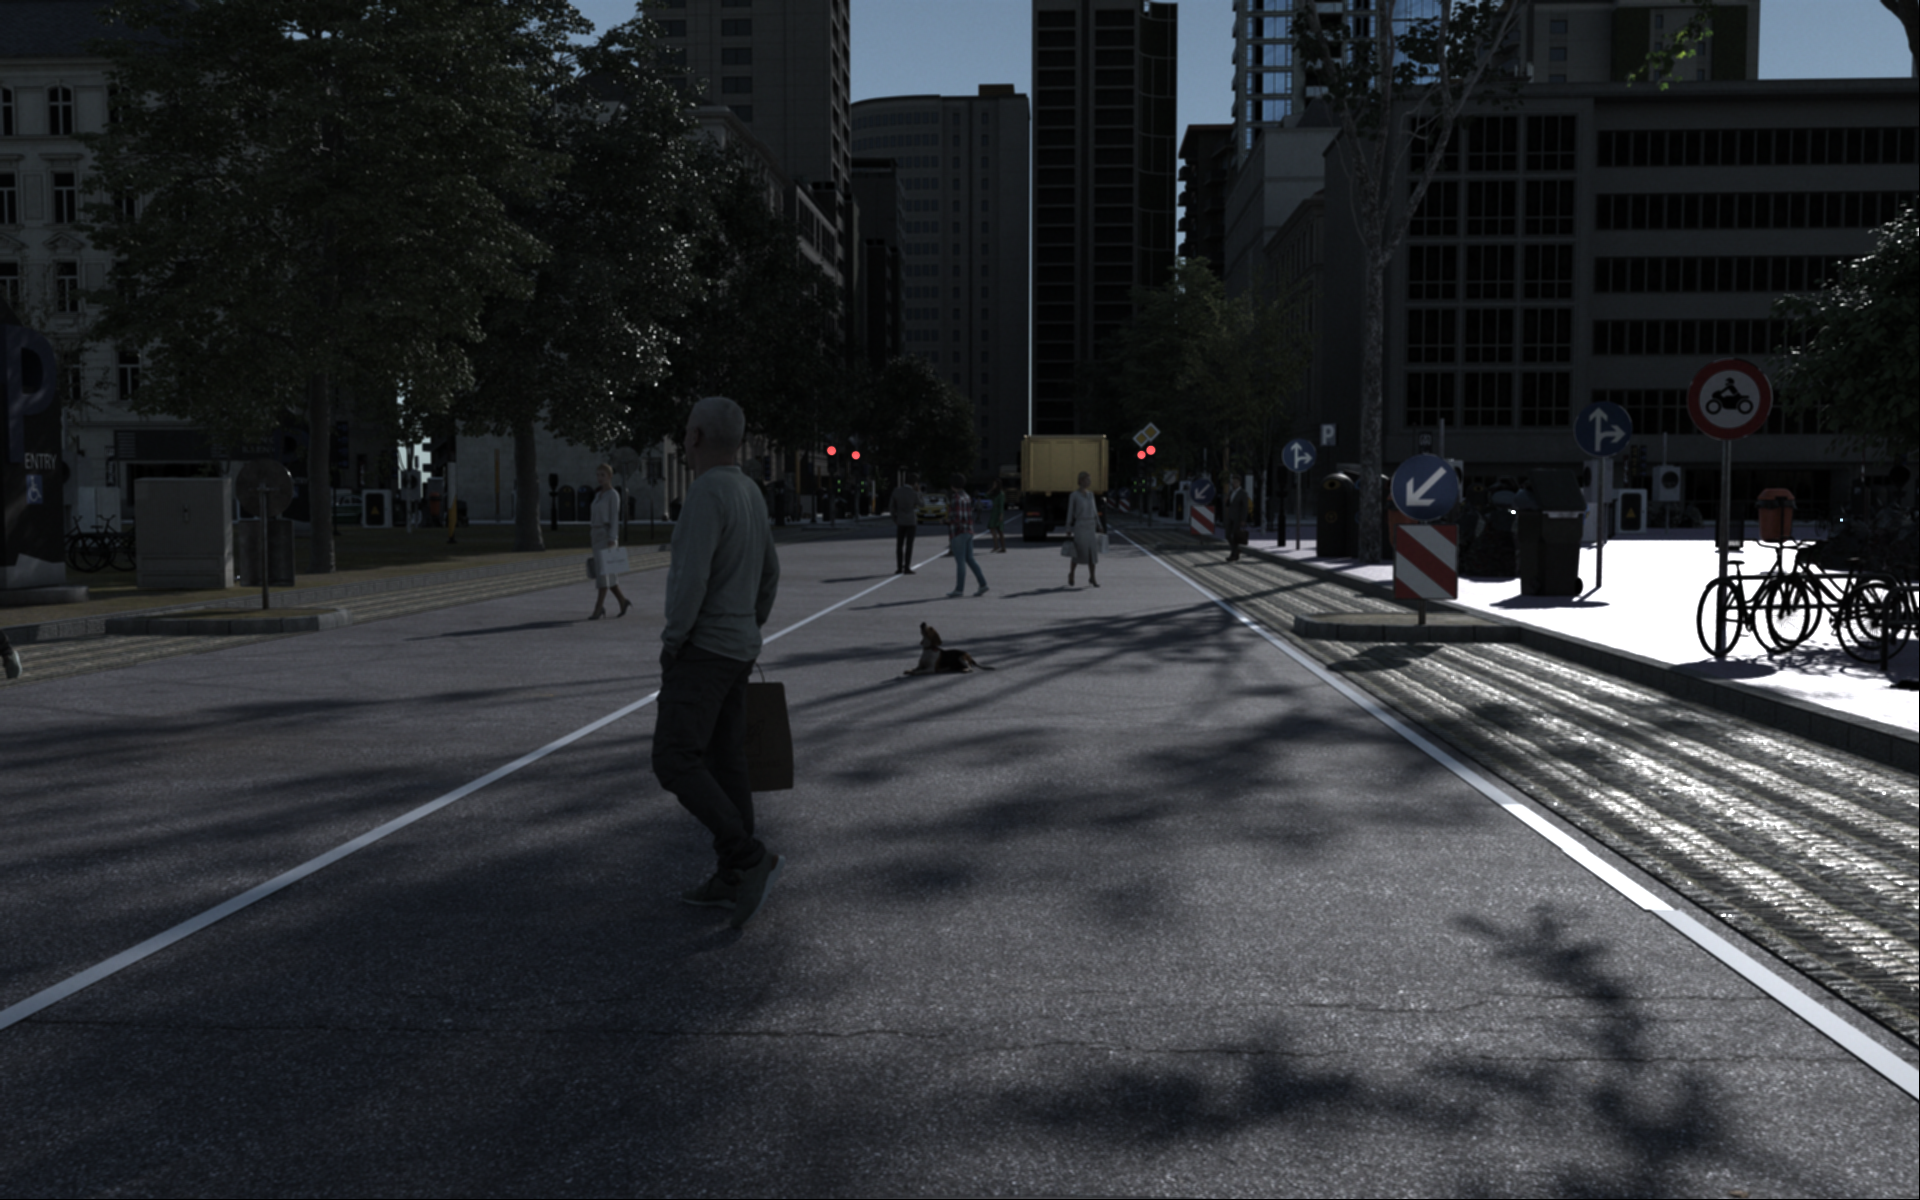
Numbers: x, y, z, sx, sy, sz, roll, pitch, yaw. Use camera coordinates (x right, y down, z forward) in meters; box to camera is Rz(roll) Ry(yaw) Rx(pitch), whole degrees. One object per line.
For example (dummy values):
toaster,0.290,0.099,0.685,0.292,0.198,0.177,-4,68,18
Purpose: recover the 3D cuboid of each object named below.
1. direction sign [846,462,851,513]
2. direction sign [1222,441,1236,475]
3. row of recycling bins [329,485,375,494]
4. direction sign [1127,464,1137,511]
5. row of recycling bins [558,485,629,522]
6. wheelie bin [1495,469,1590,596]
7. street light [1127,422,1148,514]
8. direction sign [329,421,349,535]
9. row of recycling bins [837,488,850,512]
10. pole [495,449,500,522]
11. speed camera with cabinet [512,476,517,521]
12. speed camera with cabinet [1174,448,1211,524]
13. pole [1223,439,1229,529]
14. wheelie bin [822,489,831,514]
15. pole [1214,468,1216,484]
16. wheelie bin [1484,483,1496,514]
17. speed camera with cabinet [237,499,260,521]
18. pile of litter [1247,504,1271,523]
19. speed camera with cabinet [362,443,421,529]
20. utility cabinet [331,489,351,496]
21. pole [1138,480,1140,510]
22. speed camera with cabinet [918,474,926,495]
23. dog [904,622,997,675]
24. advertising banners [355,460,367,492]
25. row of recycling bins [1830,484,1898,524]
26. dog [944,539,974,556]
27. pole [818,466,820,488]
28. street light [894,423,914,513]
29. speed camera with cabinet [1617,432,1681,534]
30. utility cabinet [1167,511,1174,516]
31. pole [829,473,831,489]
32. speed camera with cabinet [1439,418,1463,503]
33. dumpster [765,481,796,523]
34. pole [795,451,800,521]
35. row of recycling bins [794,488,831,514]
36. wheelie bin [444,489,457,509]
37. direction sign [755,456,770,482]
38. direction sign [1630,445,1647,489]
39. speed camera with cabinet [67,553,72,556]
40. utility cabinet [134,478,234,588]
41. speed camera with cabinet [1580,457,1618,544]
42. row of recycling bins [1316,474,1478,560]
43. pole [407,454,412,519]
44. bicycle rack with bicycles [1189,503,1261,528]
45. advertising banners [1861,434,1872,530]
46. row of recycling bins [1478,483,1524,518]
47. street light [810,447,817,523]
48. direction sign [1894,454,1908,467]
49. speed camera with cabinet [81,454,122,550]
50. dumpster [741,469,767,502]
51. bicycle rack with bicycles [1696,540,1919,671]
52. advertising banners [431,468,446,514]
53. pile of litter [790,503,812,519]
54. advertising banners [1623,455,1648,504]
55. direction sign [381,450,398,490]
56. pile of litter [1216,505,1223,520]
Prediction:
direction sign,-7.602,-7.712,118.095,0.379,3.537,0.876,1,4,10
direction sign,11.575,-5.049,74.547,0.379,3.537,0.876,-2,4,-30
row of recycling bins,-28.850,-4.470,80.201,3.534,1.692,1.069,-3,5,-40
direction sign,13.101,-8.551,131.813,0.876,3.537,0.379,-1,4,-19
row of recycling bins,-17.219,-4.542,81.376,3.534,1.692,1.069,1,4,13
wheelie bin,7.458,-0.862,21.997,0.980,1.594,0.693,-1,4,-11
street light,11.493,-8.538,112.144,1.470,5.913,1.316,0,4,3
direction sign,-19.401,-3.774,53.704,0.876,3.537,0.379,-1,4,-12
row of recycling bins,-9.481,-7.106,123.301,3.534,1.692,1.069,1,4,12
pole,-21.030,-5.194,78.757,0.158,3.312,0.155,0,3,0
speed camera with cabinet,-21.126,-5.430,83.111,0.660,3.252,2.038,-1,4,-19
speed camera with cabinet,10.094,-4.950,75.267,0.660,3.252,2.038,-2,4,-26
pole,9.844,-4.296,64.088,0.158,3.312,0.155,0,3,0
wheelie bin,-8.281,-6.216,109.539,0.693,1.594,0.980,2,4,28
pole,19.810,-8.610,134.623,0.158,3.312,0.155,0,3,0
wheelie bin,9.737,-1.404,30.868,0.693,1.594,0.980,0,4,-1
speed camera with cabinet,-33.135,-5.362,81.997,2.038,3.252,0.660,-1,4,-14
pile of litter,13.133,-3.891,77.578,1.719,0.858,1.176,1,4,13
speed camera with cabinet,-21.009,-4.261,64.006,2.038,3.252,0.660,-1,4,-10
utility cabinet,-27.871,-4.216,77.603,1.173,1.500,0.318,0,4,8
pole,14.126,-8.700,136.084,0.158,3.312,0.155,0,3,0
speed camera with cabinet,-3.931,-9.593,151.177,2.038,3.252,0.660,-3,4,-36
dog,-0.071,0.384,13.921,0.748,0.427,0.550,0,4,2
advertising banners,-31.366,-5.698,89.344,0.090,3.025,2.074,2,4,27
row of recycling bins,38.877,-4.107,74.262,3.534,1.692,1.069,-1,4,-21
dog,-0.011,-1.231,40.325,0.748,0.427,0.550,0,4,0
pole,-10.349,-8.158,127.231,0.158,3.312,0.155,0,3,0
street light,-3.714,-8.618,113.449,1.470,5.913,1.316,0,4,3
speed camera with cabinet,21.852,-3.724,55.229,2.038,3.252,0.660,0,4,-3
utility cabinet,12.550,-5.538,101.716,0.306,1.237,1.020,2,4,35
pole,-9.273,-7.971,124.164,0.158,3.312,0.155,0,3,0
speed camera with cabinet,12.200,-3.085,44.778,2.038,3.252,0.660,-3,5,-41
dumpster,-8.195,-4.460,78.682,1.264,1.857,1.865,0,4,3
pole,-7.590,-5.334,81.059,0.158,3.312,0.155,0,3,0
row of recycling bins,-10.280,-6.494,113.292,3.534,1.692,1.069,-2,4,-34
wheelie bin,-30.322,-5.839,103.381,0.693,1.594,0.980,3,5,42
direction sign,-11.761,-6.808,103.311,0.876,3.537,0.379,-1,4,-21
direction sign,31.438,-5.403,80.330,0.876,3.537,0.379,-1,4,-19
speed camera with cabinet,-19.216,-2.512,35.413,2.038,3.252,0.660,-1,4,-19
utility cabinet,-10.438,-0.894,23.294,1.173,1.500,0.318,0,4,-2
speed camera with cabinet,16.555,-3.136,45.604,0.660,3.252,2.038,0,4,1
row of recycling bins,8.461,-1.666,34.357,1.069,1.692,3.534,-2,4,-32
pole,-28.182,-5.801,88.681,0.158,3.312,0.155,0,3,0
bicycle rack with bicycles,10.064,-3.230,66.199,2.925,0.926,2.852,0,4,-1
advertising banners,20.413,-2.621,39.036,0.090,3.025,2.074,2,4,32
row of recycling bins,19.672,-3.330,61.559,3.534,1.692,1.069,3,4,39
street light,-5.923,-6.335,76.120,1.470,5.913,1.316,0,4,3
direction sign,41.330,-5.147,76.154,0.379,3.537,0.876,0,4,-5
speed camera with cabinet,-20.108,-2.790,39.950,2.038,3.252,0.660,3,5,40
dumpster,-8.120,-3.812,64.818,1.502,2.255,1.985,0,4,4
bicycle rack with bicycles,7.147,-0.021,13.733,2.925,0.926,2.852,-1,4,-14
advertising banners,-37.805,-7.931,125.863,0.090,3.025,2.074,1,4,17
pile of litter,-8.217,-4.679,90.461,1.176,0.858,1.719,3,4,38
advertising banners,29.726,-4.900,76.302,0.090,3.025,2.074,-1,4,-8
direction sign,-29.461,-5.963,89.498,0.876,3.537,0.379,0,4,3
pile of litter,13.306,-4.481,87.229,1.719,0.858,1.176,0,4,6
